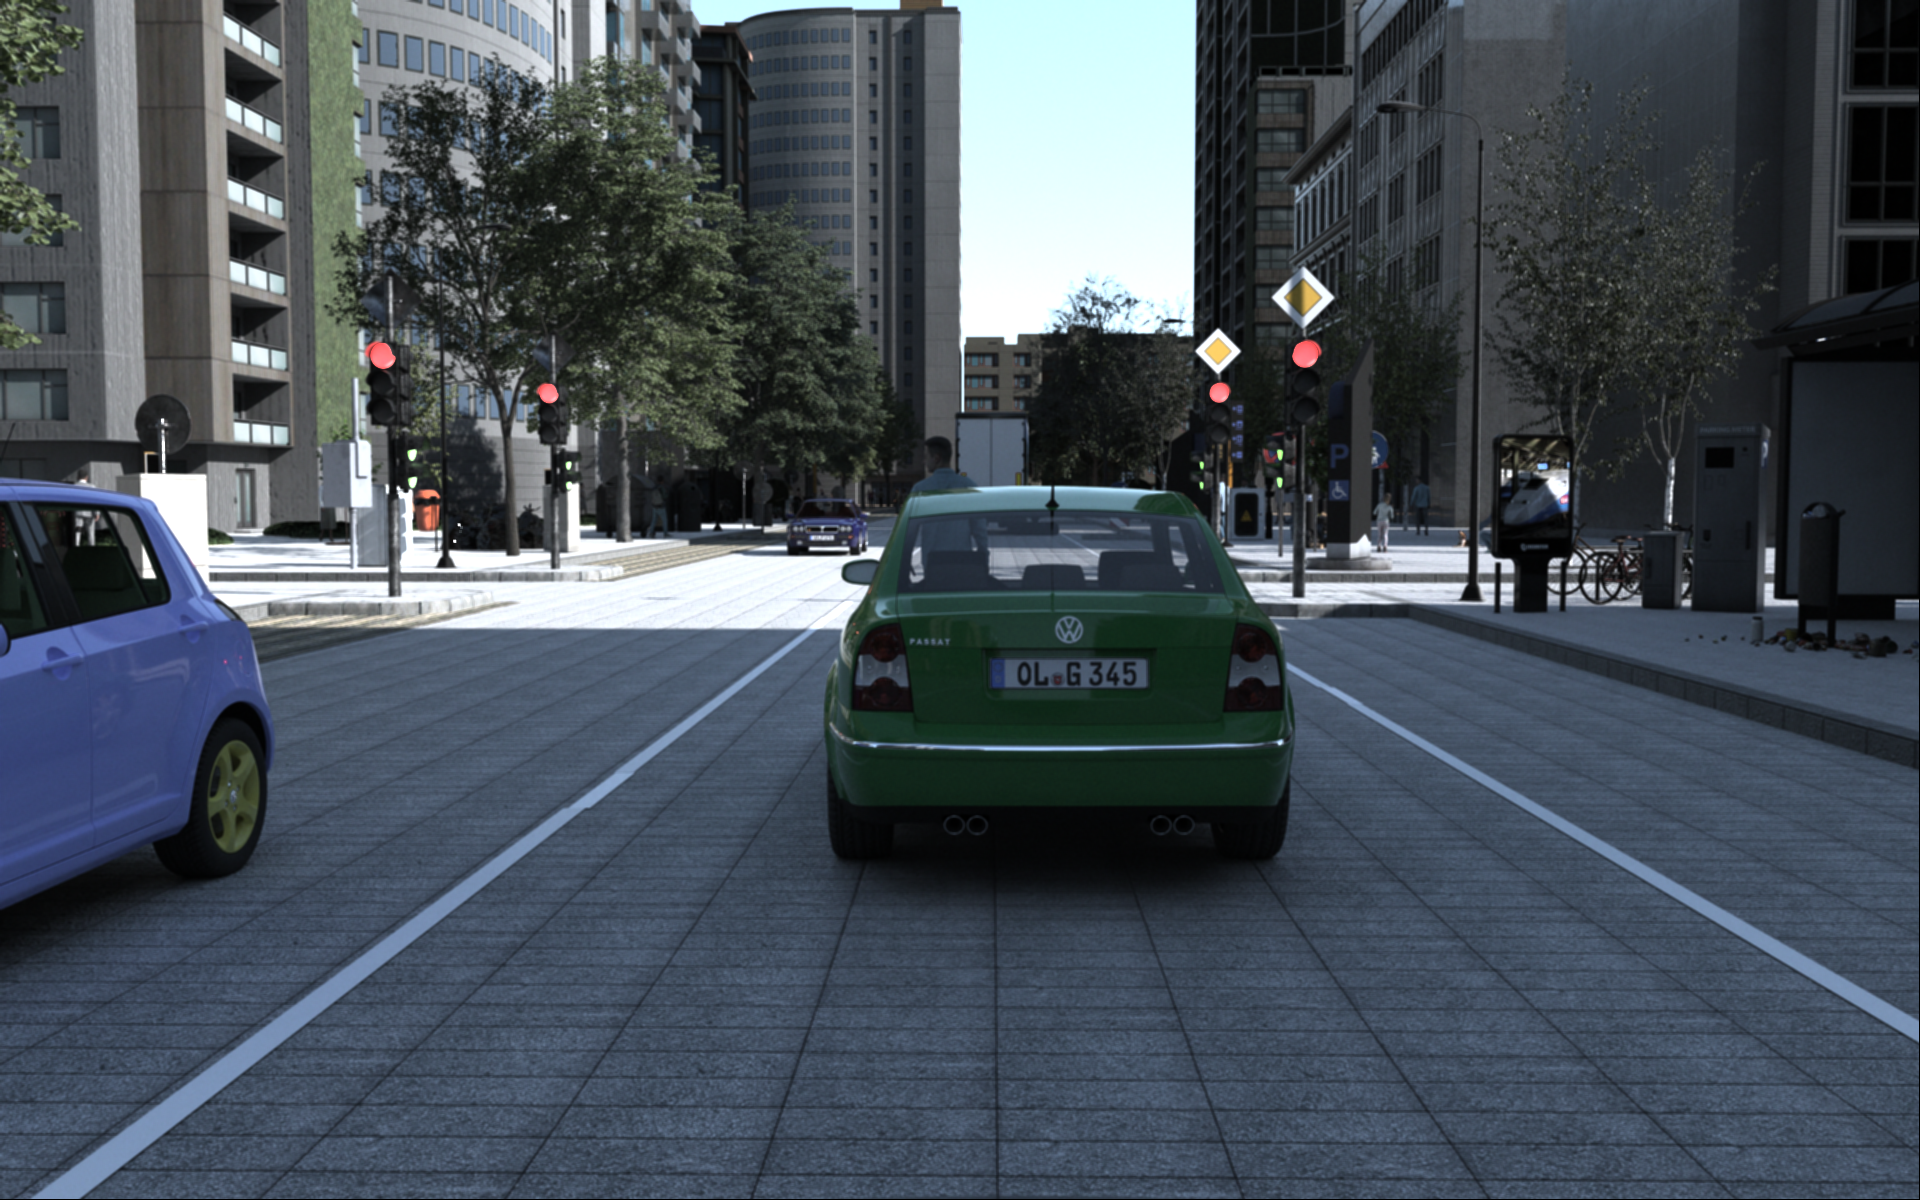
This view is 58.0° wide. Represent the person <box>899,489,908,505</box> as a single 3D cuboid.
[{"bbox_3d":[-4.141,-7.305,127.931,0.705,1.824,1.348,-3,5,-40],"label":"person"}]

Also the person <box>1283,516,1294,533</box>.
[{"bbox_3d":[8.853,-2.065,45.300,1.012,1.151,0.738,-1,4,-18],"label":"person"}]

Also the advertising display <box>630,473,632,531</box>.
[{"bbox_3d":[-10.286,-2.953,53.492,0.123,1.923,0.974,-1,4,-23],"label":"advertising display"}]

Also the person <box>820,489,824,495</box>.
[{"bbox_3d":[-11.879,-8.701,149.218,0.530,1.710,0.541,1,4,18],"label":"person"}]

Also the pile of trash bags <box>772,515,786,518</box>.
[{"bbox_3d":[-10.069,-5.053,92.371,1.912,1.369,3.447,0,4,-7],"label":"pile of trash bags"}]

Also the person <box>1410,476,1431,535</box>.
[{"bbox_3d":[14.330,-2.933,53.856,0.638,1.841,0.748,0,4,8],"label":"person"}]

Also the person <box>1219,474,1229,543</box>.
[{"bbox_3d":[6.607,-2.289,43.732,0.793,1.790,0.793,0,4,-1],"label":"person"}]

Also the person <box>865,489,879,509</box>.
[{"bbox_3d":[-7.799,-8.978,153.560,1.217,1.743,0.721,-1,4,-14],"label":"person"}]

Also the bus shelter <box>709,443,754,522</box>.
[{"bbox_3d":[-10.743,-5.632,83.359,1.731,3.624,6.357,0,4,1],"label":"bus shelter"}]

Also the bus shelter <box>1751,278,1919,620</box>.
[{"bbox_3d":[9.088,-1.296,15.110,2.014,3.302,5.546,0,4,1],"label":"bus shelter"}]

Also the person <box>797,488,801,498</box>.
[{"bbox_3d":[-11.788,-7.378,127.379,0.721,1.736,1.217,0,4,-4],"label":"person"}]

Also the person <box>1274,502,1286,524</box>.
[{"bbox_3d":[13.655,-3.874,73.659,0.640,1.303,0.475,-3,4,-38],"label":"person"}]

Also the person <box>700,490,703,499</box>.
[{"bbox_3d":[-13.577,-5.081,89.213,0.679,1.850,0.850,-2,4,-35],"label":"person"}]

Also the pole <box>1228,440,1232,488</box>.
[{"bbox_3d":[10.210,-4.388,65.592,0.158,3.312,0.155,0,3,0],"label":"pole"}]

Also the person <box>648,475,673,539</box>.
[{"bbox_3d":[-8.586,-2.654,49.425,0.713,1.824,0.794,-2,4,-32],"label":"person"}]

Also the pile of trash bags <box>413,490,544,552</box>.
[{"bbox_3d":[-11.137,-1.832,39.713,1.912,1.369,3.447,2,4,29],"label":"pile of trash bags"}]

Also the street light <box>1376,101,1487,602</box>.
[{"bbox_3d":[5.625,-2.943,20.659,1.470,5.913,1.316,0,4,1],"label":"street light"}]

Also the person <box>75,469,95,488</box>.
[{"bbox_3d":[-17.711,-1.752,34.963,0.678,1.792,0.850,-1,4,-13],"label":"person"}]

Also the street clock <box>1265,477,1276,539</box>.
[{"bbox_3d":[8.854,-2.754,49.591,0.358,2.002,0.471,1,4,17],"label":"street clock"}]

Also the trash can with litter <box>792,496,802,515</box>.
[{"bbox_3d":[-8.912,-5.136,95.356,0.624,1.170,1.055,1,4,22],"label":"trash can with litter"}]

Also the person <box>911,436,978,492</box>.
[{"bbox_3d":[-0.138,-0.238,12.256,0.638,1.841,0.748,1,4,14],"label":"person"}]

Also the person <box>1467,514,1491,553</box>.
[{"bbox_3d":[11.528,-1.596,37.636,1.012,1.151,0.738,-1,4,-12],"label":"person"}]

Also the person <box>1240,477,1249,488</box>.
[{"bbox_3d":[8.862,-2.940,54.287,0.511,1.800,0.466,1,4,19],"label":"person"}]

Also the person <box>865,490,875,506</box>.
[{"bbox_3d":[-9.354,-10.545,179.129,1.217,1.739,0.721,-1,4,-23],"label":"person"}]

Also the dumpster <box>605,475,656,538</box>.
[{"bbox_3d":[-9.752,-2.785,51.287,1.264,1.857,1.865,0,4,1],"label":"dumpster"}]

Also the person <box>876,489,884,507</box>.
[{"bbox_3d":[-7.717,-9.926,168.348,0.705,1.823,1.348,2,4,27],"label":"person"}]

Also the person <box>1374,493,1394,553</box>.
[{"bbox_3d":[9.297,-1.696,38.052,0.425,1.301,0.394,0,4,6],"label":"person"}]

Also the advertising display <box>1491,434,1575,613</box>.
[{"bbox_3d":[6.198,-0.829,18.762,0.974,1.923,0.123,-1,4,-19],"label":"advertising display"}]

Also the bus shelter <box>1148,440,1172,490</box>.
[{"bbox_3d":[9.576,-5.300,77.944,1.731,3.624,6.357,0,4,1],"label":"bus shelter"}]

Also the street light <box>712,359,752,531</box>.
[{"bbox_3d":[-7.849,-5.335,59.775,1.470,5.913,1.316,0,4,1],"label":"street light"}]

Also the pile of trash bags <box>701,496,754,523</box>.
[{"bbox_3d":[-10.404,-4.155,77.682,3.447,1.369,1.912,0,4,2],"label":"pile of trash bags"}]

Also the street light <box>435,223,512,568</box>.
[{"bbox_3d":[-8.377,-3.505,29.845,1.470,5.913,1.316,0,4,1],"label":"street light"}]

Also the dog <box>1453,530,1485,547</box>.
[{"bbox_3d":[12.314,-1.476,41.876,0.748,0.427,0.550,1,4,21],"label":"dog"}]

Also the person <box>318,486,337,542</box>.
[{"bbox_3d":[-17.055,-2.465,46.576,0.478,1.798,0.641,-3,5,-42],"label":"person"}]

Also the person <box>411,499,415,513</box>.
[{"bbox_3d":[-10.865,-1.630,33.701,0.522,1.701,0.512,0,4,1],"label":"person"}]

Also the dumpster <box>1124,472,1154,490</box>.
[{"bbox_3d":[7.890,-4.611,77.876,1.502,2.255,1.985,0,4,1],"label":"dumpster"}]

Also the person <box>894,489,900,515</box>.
[{"bbox_3d":[-4.375,-6.813,119.914,0.705,1.821,1.348,0,4,6],"label":"person"}]

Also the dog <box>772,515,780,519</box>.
[{"bbox_3d":[-9.383,-4.560,88.941,0.513,0.831,0.800,-1,4,-13],"label":"dog"}]

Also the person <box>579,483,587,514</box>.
[{"bbox_3d":[-16.598,-4.275,76.277,0.599,1.781,0.374,3,4,38],"label":"person"}]

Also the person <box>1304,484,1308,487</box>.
[{"bbox_3d":[17.399,-4.941,87.062,0.641,1.798,0.478,-3,4,-37],"label":"person"}]

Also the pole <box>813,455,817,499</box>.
[{"bbox_3d":[-7.362,-5.754,87.929,0.158,3.312,0.155,0,3,0],"label":"pole"}]

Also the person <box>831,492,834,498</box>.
[{"bbox_3d":[-8.438,-6.646,117.944,0.697,1.427,0.421,-1,4,-12],"label":"person"}]

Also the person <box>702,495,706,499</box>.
[{"bbox_3d":[-17.300,-6.543,113.758,1.217,1.736,0.721,-1,4,-14],"label":"person"}]

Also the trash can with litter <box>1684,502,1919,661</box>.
[{"bbox_3d":[7.167,-0.197,14.284,1.678,1.210,2.233,0,4,0],"label":"trash can with litter"}]
